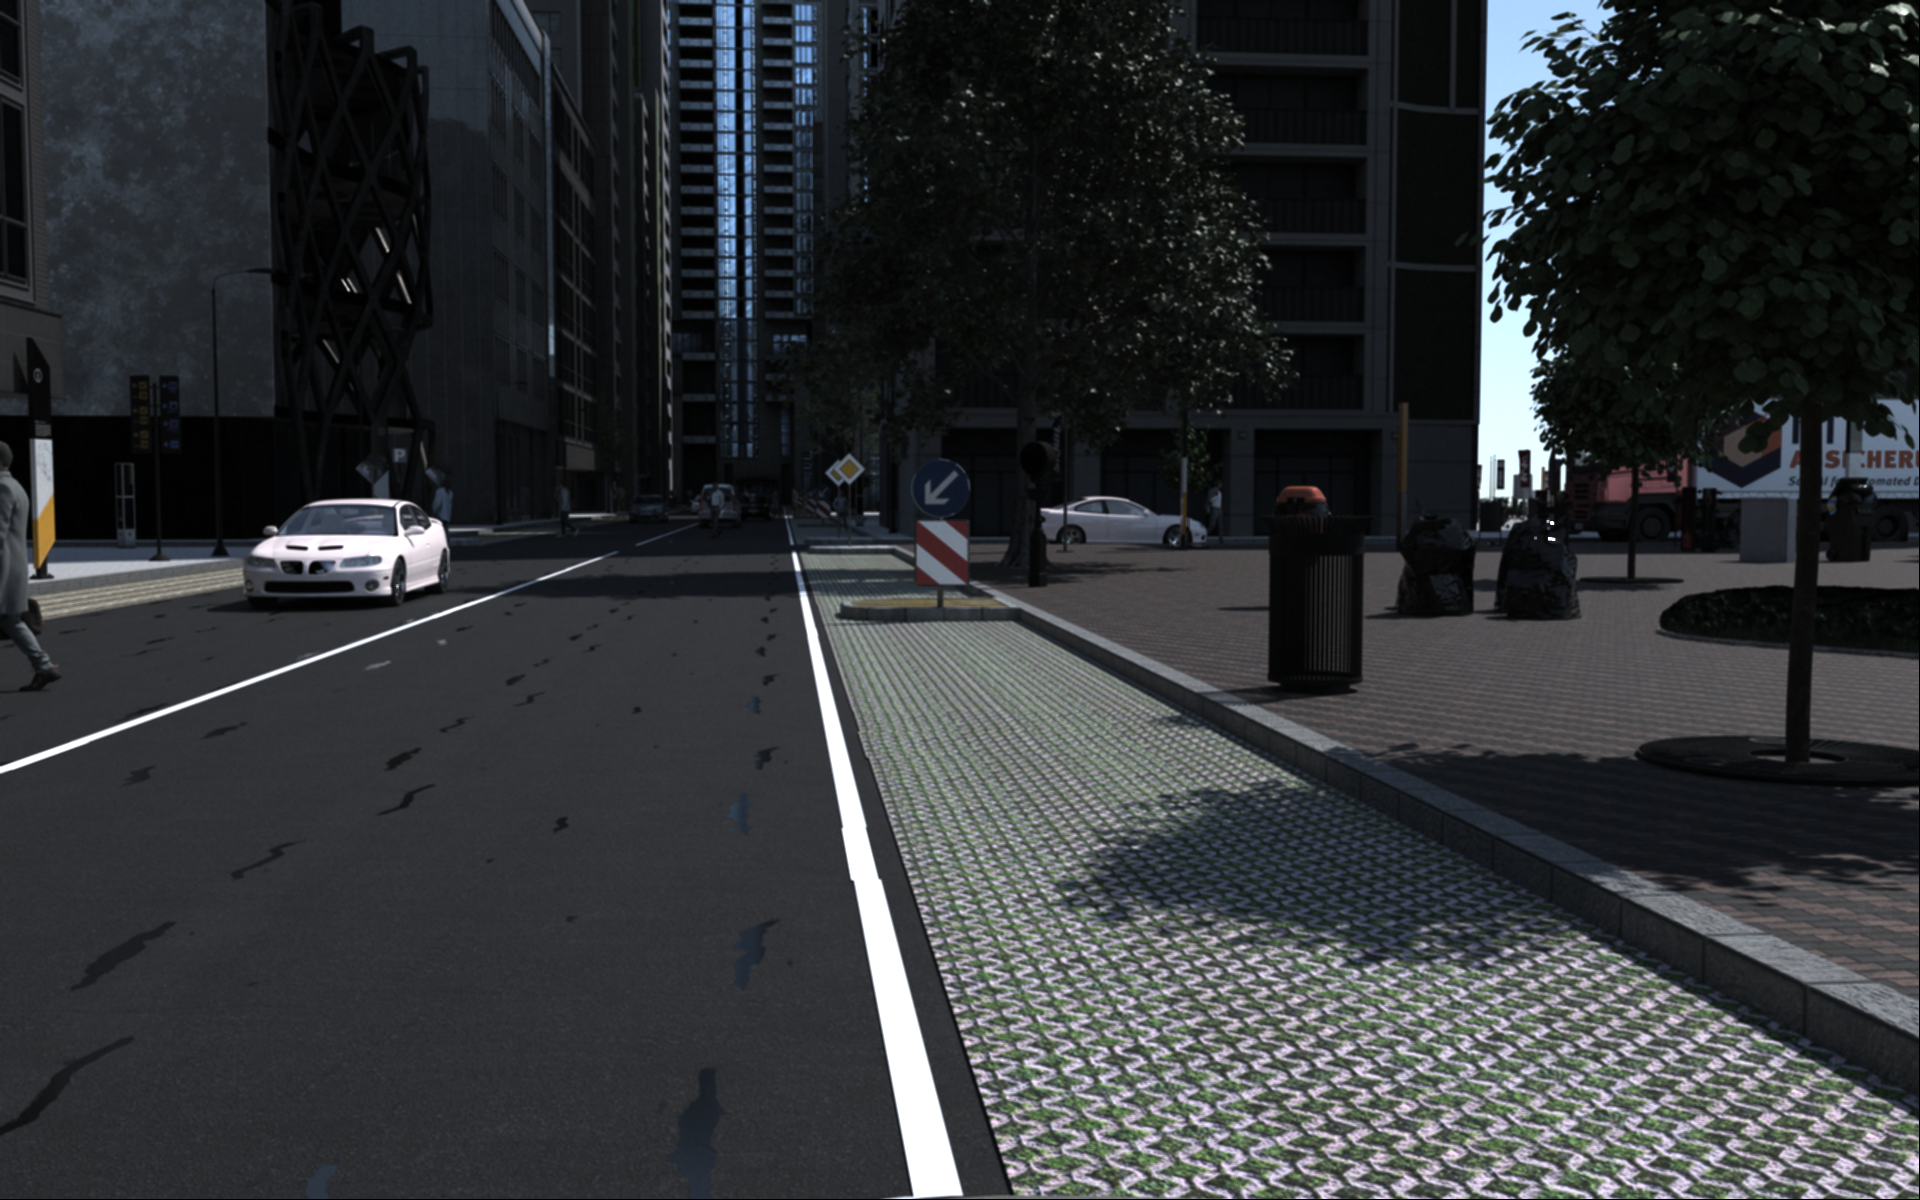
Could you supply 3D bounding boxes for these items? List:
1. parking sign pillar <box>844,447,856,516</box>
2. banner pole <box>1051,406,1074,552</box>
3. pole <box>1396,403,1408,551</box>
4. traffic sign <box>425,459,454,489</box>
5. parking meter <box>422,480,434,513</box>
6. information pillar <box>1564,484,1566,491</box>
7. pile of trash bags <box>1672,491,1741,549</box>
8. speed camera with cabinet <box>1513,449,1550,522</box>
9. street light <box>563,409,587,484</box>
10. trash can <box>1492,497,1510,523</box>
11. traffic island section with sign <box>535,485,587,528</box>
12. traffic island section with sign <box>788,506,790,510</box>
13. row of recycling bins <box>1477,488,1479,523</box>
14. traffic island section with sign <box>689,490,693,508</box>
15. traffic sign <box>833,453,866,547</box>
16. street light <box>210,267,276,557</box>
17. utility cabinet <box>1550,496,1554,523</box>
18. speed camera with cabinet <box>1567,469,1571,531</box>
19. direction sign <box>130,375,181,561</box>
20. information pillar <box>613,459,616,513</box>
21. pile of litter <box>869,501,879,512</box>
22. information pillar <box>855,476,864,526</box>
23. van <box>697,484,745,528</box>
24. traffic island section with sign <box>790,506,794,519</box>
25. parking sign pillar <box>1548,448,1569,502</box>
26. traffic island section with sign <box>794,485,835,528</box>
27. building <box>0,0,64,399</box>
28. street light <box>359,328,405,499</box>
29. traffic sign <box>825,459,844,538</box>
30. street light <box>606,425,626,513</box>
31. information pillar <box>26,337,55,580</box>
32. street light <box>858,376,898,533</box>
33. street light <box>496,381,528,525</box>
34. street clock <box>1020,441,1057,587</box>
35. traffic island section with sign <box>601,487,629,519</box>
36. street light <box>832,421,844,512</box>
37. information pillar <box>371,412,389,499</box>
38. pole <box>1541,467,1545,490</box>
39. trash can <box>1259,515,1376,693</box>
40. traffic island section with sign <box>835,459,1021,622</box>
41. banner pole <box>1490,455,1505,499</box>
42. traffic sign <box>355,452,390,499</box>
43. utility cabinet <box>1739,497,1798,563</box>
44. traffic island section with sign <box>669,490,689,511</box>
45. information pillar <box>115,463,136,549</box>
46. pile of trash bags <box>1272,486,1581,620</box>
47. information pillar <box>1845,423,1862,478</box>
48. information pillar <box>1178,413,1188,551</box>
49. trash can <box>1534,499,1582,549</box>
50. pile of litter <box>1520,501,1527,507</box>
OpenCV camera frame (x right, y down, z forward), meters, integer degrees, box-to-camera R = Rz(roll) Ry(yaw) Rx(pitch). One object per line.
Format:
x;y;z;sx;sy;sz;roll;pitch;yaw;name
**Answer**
-6.378;-6.826;100.070;1.447;3.967;1.447;-1;4;-15;parking sign pillar
2.228;-2.963;38.467;0.401;3.779;0.863;-2;4;-27;banner pole
9.905;-2.749;38.783;0.158;3.312;0.155;0;3;0;pole
-14.696;-2.768;48.896;0.795;2.450;0.064;0;4;-6;traffic sign
-21.456;-3.923;69.856;0.399;1.863;0.255;0;4;-2;parking meter
42.468;-7.140;121.224;0.304;2.012;0.304;1;4;8;information pillar
18.587;-1.993;42.330;1.912;1.369;3.447;-1;4;-13;pile of trash bags
25.505;-5.073;77.283;2.038;3.252;0.660;-3;4;-39;speed camera with cabinet
-20.970;-7.442;94.213;1.470;5.913;1.316;0;4;-6;street light
23.851;-3.959;76.391;0.748;1.137;0.748;0;3;0;trash can
-16.949;-3.980;73.697;1.989;1.847;2.006;0;4;-6;traffic island section with sign
-14.002;-8.756;151.785;1.989;1.847;2.006;0;4;-6;traffic island section with sign
21.826;-4.335;77.986;1.069;1.692;3.534;-3;4;-36;row of recycling bins
-27.761;-10.372;178.211;1.989;1.847;2.006;0;4;-6;traffic island section with sign
-2.688;-2.351;42.085;0.795;2.450;0.064;0;4;-6;traffic sign
-14.723;-3.857;35.602;1.470;5.913;1.316;0;4;-6;street light
24.084;-3.544;69.114;0.306;1.237;1.020;-3;5;-40;utility cabinet
22.159;-4.026;60.161;2.038;3.252;0.660;1;4;20;speed camera with cabinet
-15.381;-2.518;33.173;0.876;3.537;0.379;-1;4;-9;direction sign
-23.085;-7.609;115.762;0.183;3.616;0.504;0;4;-6;information pillar
-5.983;-6.721;123.850;1.176;0.858;1.719;1;4;14;pile of litter
-4.006;-3.950;69.080;0.304;2.012;0.304;-1;4;-9;information pillar
-10.230;-4.091;73.893;2.013;2.044;4.112;0;4;-5;van
-8.790;-5.674;101.389;1.989;1.847;2.006;0;4;-6;traffic island section with sign
32.897;-6.571;95.907;1.447;3.967;1.447;1;4;9;parking sign pillar
-6.018;-4.034;74.577;1.989;1.847;2.006;0;4;-6;traffic island section with sign
-20.186;-13.562;15.251;14.314;27.812;24.014;0;4;-6;building
-16.221;-4.649;48.556;1.470;5.913;1.316;0;4;-6;street light
-3.509;-2.837;50.028;0.795;2.450;0.064;0;4;-6;traffic sign
-23.213;-8.835;116.987;1.470;5.913;1.316;0;4;-6;street light
-13.864;-2.127;26.127;0.183;3.616;0.504;0;4;1;information pillar
-2.728;-5.132;56.450;1.470;5.913;1.316;0;4;-6;street light
-18.465;-6.042;71.331;1.470;5.913;1.316;0;4;-6;street light
1.079;-1.185;23.949;0.471;2.002;0.358;3;4;38;street clock
-19.720;-5.620;100.510;1.989;1.847;2.006;0;4;-6;traffic island section with sign
-5.059;-6.524;79.215;1.470;5.913;1.316;0;4;-6;street light
-16.548;-3.555;49.471;0.504;3.616;0.183;0;4;4;information pillar
43.498;-8.281;129.240;0.158;3.312;0.155;0;3;0;pole
2.327;0.020;11.327;0.748;1.137;0.748;0;3;0;trash can
-0.397;-0.712;20.265;1.989;1.847;2.006;0;4;-6;traffic island section with sign
34.337;-7.373;110.565;0.863;3.779;0.401;1;4;13;banner pole
-13.875;-2.282;40.953;0.795;2.450;0.064;0;4;-6;traffic sign
15.327;-1.326;32.843;0.306;1.237;1.020;-2;4;-28;utility cabinet
-24.937;-8.705;150.960;1.989;1.847;2.006;0;4;-6;traffic island section with sign
-19.717;-2.228;40.924;0.304;2.012;0.304;2;4;33;information pillar
5.104;-0.569;19.056;3.447;1.369;1.912;2;4;28;pile of trash bags
18.095;-2.675;35.099;0.504;3.616;0.183;-2;4;-35;information pillar
5.080;-2.933;39.309;0.183;3.616;0.504;0;4;1;information pillar
11.908;-1.413;34.758;0.748;1.137;0.748;0;3;0;trash can
40.154;-6.755;124.408;1.176;0.858;1.719;2;4;29;pile of litter
